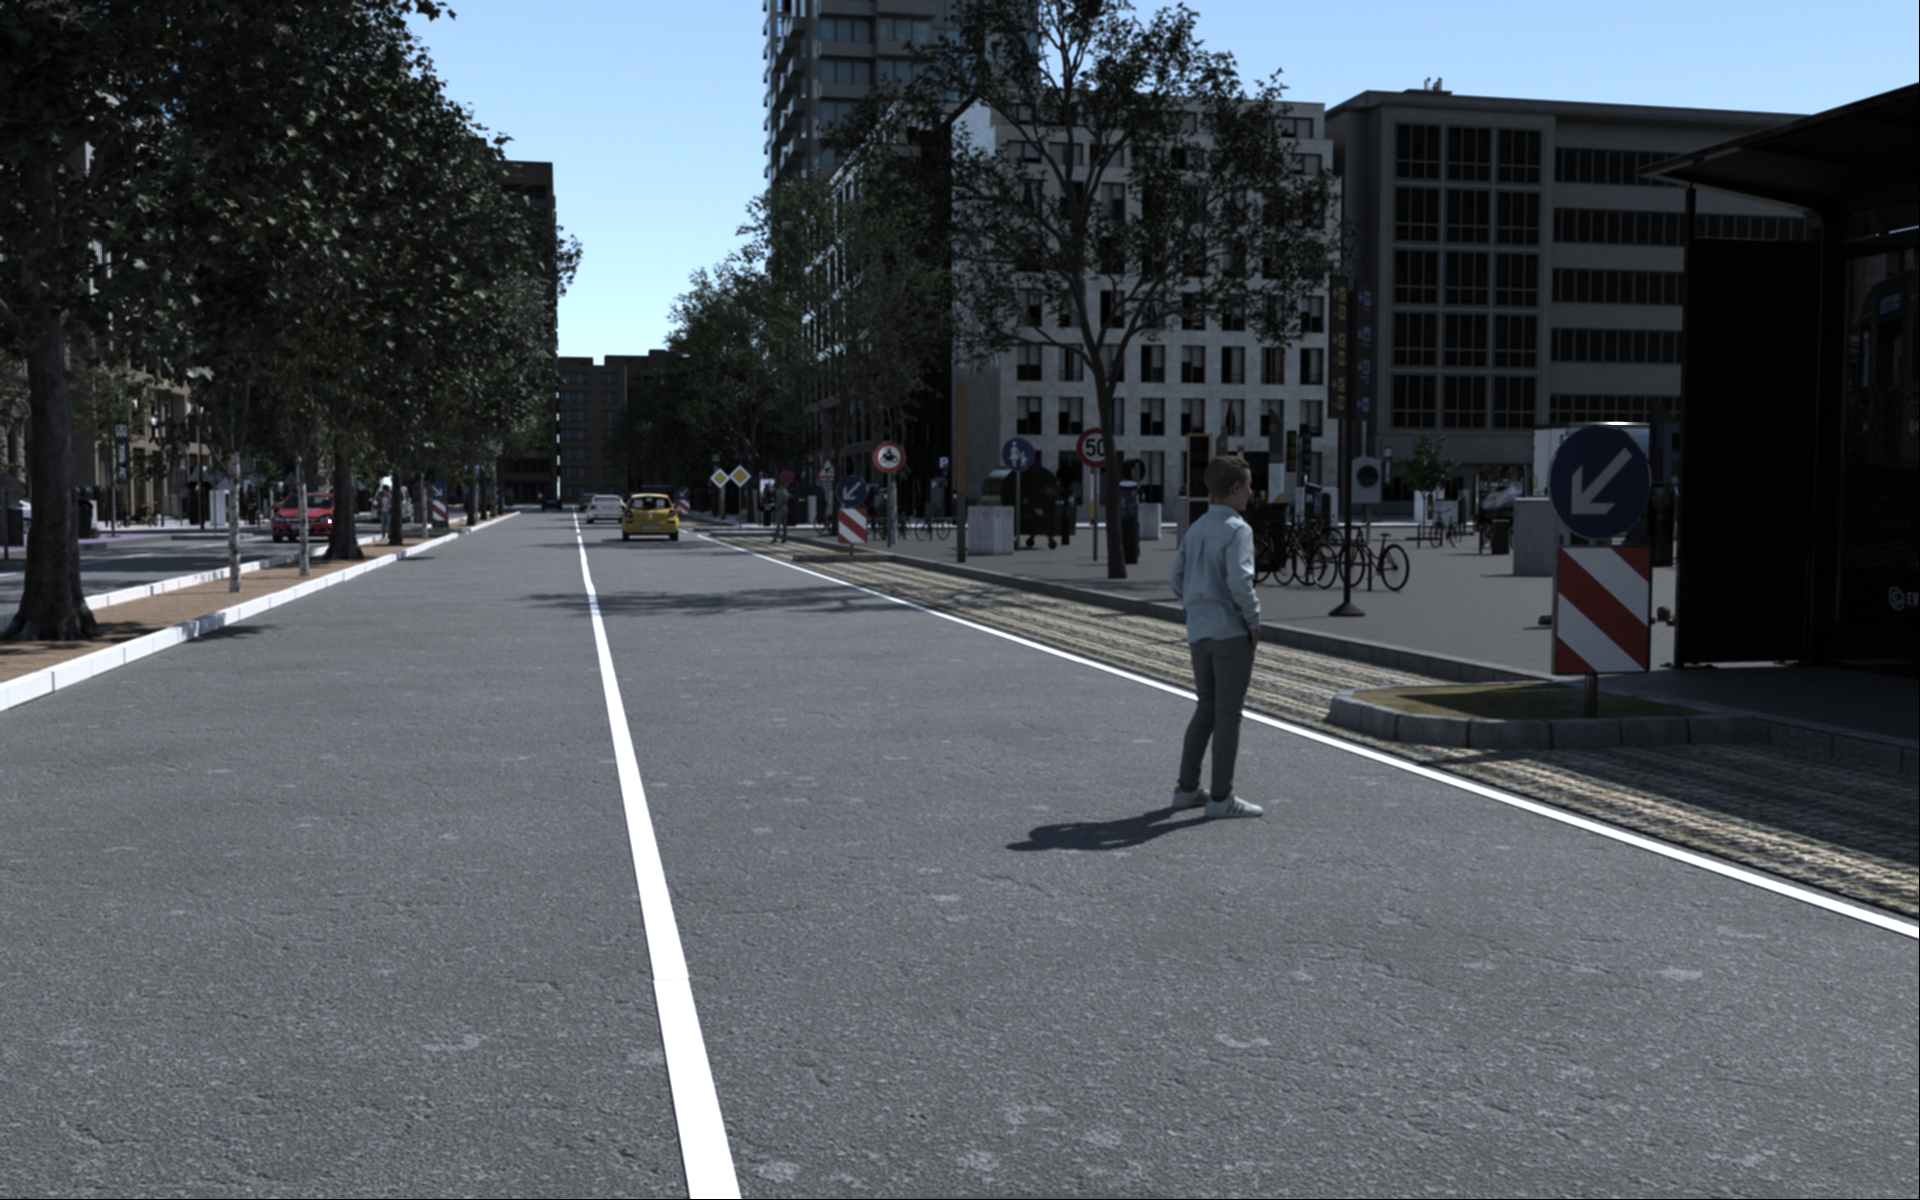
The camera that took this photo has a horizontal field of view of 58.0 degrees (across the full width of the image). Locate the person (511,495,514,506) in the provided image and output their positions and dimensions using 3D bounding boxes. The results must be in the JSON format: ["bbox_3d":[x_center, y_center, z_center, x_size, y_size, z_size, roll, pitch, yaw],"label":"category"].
[{"bbox_3d":[-54.478,-12.342,210.157,0.709,1.838,0.599,1,4,11],"label":"person"}]

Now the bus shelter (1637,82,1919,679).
[{"bbox_3d":[6.389,-1.133,9.803,1.731,3.624,6.357,-1,4,-12],"label":"bus shelter"}]

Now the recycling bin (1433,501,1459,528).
[{"bbox_3d":[18.256,-3.214,65.095,0.722,1.027,0.722,-1,4,-14],"label":"recycling bin"}]

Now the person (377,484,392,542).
[{"bbox_3d":[-17.219,-2.611,52.030,0.563,1.720,0.643,0,4,-2],"label":"person"}]

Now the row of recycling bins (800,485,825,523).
[{"bbox_3d":[-6.790,-4.348,78.211,1.069,1.692,3.534,-1,4,-13],"label":"row of recycling bins"}]

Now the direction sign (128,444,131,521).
[{"bbox_3d":[-37.801,-5.309,78.795,0.379,3.537,0.876,-2,4,-30],"label":"direction sign"}]

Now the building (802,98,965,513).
[{"bbox_3d":[0.133,-19.759,127.582,19.350,26.468,34.151,-1,4,-13],"label":"building"}]

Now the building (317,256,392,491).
[{"bbox_3d":[-92.810,-37.528,233.186,30.456,49.044,23.786,-1,4,-13],"label":"building"}]

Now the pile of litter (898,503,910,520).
[{"bbox_3d":[-3.034,-4.463,86.938,1.176,0.858,1.719,1,4,12],"label":"pile of litter"}]

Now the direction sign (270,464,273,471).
[{"bbox_3d":[-44.843,-7.345,112.089,0.876,3.537,0.379,1,4,8],"label":"direction sign"}]

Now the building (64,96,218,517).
[{"bbox_3d":[-58.298,-18.339,104.360,19.350,26.468,34.151,-1,4,-13],"label":"building"}]

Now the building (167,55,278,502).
[{"bbox_3d":[-69.016,-50.866,144.336,22.319,86.520,31.000,-1,4,-13],"label":"building"}]

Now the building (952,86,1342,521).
[{"bbox_3d":[8.920,-14.169,86.407,16.860,20.320,10.420,-1,4,-13],"label":"building"}]

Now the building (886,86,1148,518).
[{"bbox_3d":[3.053,-16.703,102.764,12.332,23.373,15.834,-1,4,-13],"label":"building"}]

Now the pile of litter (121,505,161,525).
[{"bbox_3d":[-34.246,-3.568,72.299,1.719,0.858,1.176,2,4,24],"label":"pile of litter"}]

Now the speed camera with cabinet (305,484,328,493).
[{"bbox_3d":[-40.690,-6.984,108.521,2.038,3.252,0.660,0,4,-3],"label":"speed camera with cabinet"}]

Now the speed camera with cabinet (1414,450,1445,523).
[{"bbox_3d":[20.993,-5.080,77.393,0.660,3.252,2.038,3,4,38],"label":"speed camera with cabinet"}]

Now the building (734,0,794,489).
[{"bbox_3d":[-13.135,-53.756,191.586,22.319,86.520,31.000,-1,4,-13],"label":"building"}]

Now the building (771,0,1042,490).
[{"bbox_3d":[-5.600,-33.216,162.696,23.786,49.044,30.456,-1,4,-13],"label":"building"}]

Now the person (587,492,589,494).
[{"bbox_3d":[-44.131,-11.979,205.069,1.217,1.735,0.721,2,4,28],"label":"person"}]

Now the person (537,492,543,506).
[{"bbox_3d":[-51.469,-12.388,211.984,0.756,1.711,0.436,2,4,32],"label":"person"}]

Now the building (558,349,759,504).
[{"bbox_3d":[-42.441,-24.614,247.480,28.899,21.520,27.650,-1,4,-13],"label":"building"}]

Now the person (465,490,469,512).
[{"bbox_3d":[-38.683,-7.797,136.160,0.592,1.802,0.473,-2,4,-35],"label":"person"}]

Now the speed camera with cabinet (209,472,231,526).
[{"bbox_3d":[-29.920,-4.644,70.272,0.660,3.252,2.038,-1,4,-11],"label":"speed camera with cabinet"}]

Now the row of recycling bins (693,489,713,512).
[{"bbox_3d":[-19.436,-7.536,130.324,1.069,1.692,3.534,-1,4,-15],"label":"row of recycling bins"}]

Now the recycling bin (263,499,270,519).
[{"bbox_3d":[-36.003,-4.786,90.797,0.722,1.027,0.722,3,4,38],"label":"recycling bin"}]

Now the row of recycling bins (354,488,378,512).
[{"bbox_3d":[-42.501,-7.095,123.111,3.534,1.692,1.069,1,4,13],"label":"row of recycling bins"}]

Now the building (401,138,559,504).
[{"bbox_3d":[-66.367,-37.570,237.976,21.600,48.544,21.300,-1,4,-13],"label":"building"}]

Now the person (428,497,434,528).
[{"bbox_3d":[-20.876,-3.607,68.479,0.512,1.701,0.522,2,4,28],"label":"person"}]

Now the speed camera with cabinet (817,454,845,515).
[{"bbox_3d":[-6.354,-5.552,85.117,0.660,3.252,2.038,-2,4,-31],"label":"speed camera with cabinet"}]

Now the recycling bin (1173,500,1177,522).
[{"bbox_3d":[10.293,-4.132,80.118,0.722,1.027,0.722,-1,4,-8],"label":"recycling bin"}]

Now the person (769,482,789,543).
[{"bbox_3d":[-5.279,-2.551,50.483,0.573,1.790,0.520,0,4,-5],"label":"person"}]

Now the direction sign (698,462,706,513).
[{"bbox_3d":[-17.642,-7.729,118.372,0.876,3.537,0.379,3,5,45],"label":"direction sign"}]

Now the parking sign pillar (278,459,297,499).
[{"bbox_3d":[-38.259,-6.759,98.973,1.447,3.967,1.447,-2,4,-32],"label":"parking sign pillar"}]

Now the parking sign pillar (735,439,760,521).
[{"bbox_3d":[-10.181,-5.836,83.898,1.447,3.967,1.447,-2,4,-34],"label":"parking sign pillar"}]

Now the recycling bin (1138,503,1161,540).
[{"bbox_3d":[5.238,-2.196,48.460,0.722,1.027,0.722,1,4,12],"label":"recycling bin"}]

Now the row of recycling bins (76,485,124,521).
[{"bbox_3d":[-40.641,-4.520,81.014,1.069,1.692,3.534,1,4,15],"label":"row of recycling bins"}]

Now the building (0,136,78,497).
[{"bbox_3d":[-48.210,-15.252,78.248,11.050,23.489,19.941,-1,4,-13],"label":"building"}]

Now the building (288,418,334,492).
[{"bbox_3d":[-80.140,-20.455,179.472,28.899,21.520,27.650,-1,4,-13],"label":"building"}]

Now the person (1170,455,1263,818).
[{"bbox_3d":[1.172,0.159,7.711,0.330,1.601,0.589,-1,4,-16],"label":"person"}]

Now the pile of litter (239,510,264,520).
[{"bbox_3d":[-35.013,-4.354,85.157,1.176,0.858,1.719,-2,4,-30],"label":"pile of litter"}]

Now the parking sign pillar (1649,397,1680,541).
[{"bbox_3d":[19.827,-3.658,48.286,1.447,3.967,1.447,-2,4,-26],"label":"parking sign pillar"}]

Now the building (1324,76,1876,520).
[{"bbox_3d":[32.144,-16.783,93.469,30.058,24.678,14.314,-1,4,-13],"label":"building"}]

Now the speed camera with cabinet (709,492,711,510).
[{"bbox_3d":[-18.927,-8.656,135.867,2.038,3.252,0.660,0,4,-3],"label":"speed camera with cabinet"}]

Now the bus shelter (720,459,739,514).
[{"bbox_3d":[-14.891,-7.413,112.481,1.731,3.624,6.357,-1,4,-13],"label":"bus shelter"}]

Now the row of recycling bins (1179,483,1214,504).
[{"bbox_3d":[8.092,-3.089,57.617,1.069,1.692,3.534,0,4,-6],"label":"row of recycling bins"}]

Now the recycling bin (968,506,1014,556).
[{"bbox_3d":[0.647,-1.467,36.534,0.722,1.027,0.722,3,5,44],"label":"recycling bin"}]

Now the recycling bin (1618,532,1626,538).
[{"bbox_3d":[19.672,-2.380,51.466,0.722,1.027,0.722,-2,4,-32],"label":"recycling bin"}]

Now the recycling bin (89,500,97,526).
[{"bbox_3d":[-34.697,-3.427,68.582,0.722,1.027,0.722,0,4,3],"label":"recycling bin"}]

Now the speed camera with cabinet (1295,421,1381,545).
[{"bbox_3d":[9.519,-3.015,43.636,2.038,3.252,0.660,0,4,-1],"label":"speed camera with cabinet"}]

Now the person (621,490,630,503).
[{"bbox_3d":[-31.794,-9.540,164.463,0.705,1.826,1.348,3,4,36],"label":"person"}]
